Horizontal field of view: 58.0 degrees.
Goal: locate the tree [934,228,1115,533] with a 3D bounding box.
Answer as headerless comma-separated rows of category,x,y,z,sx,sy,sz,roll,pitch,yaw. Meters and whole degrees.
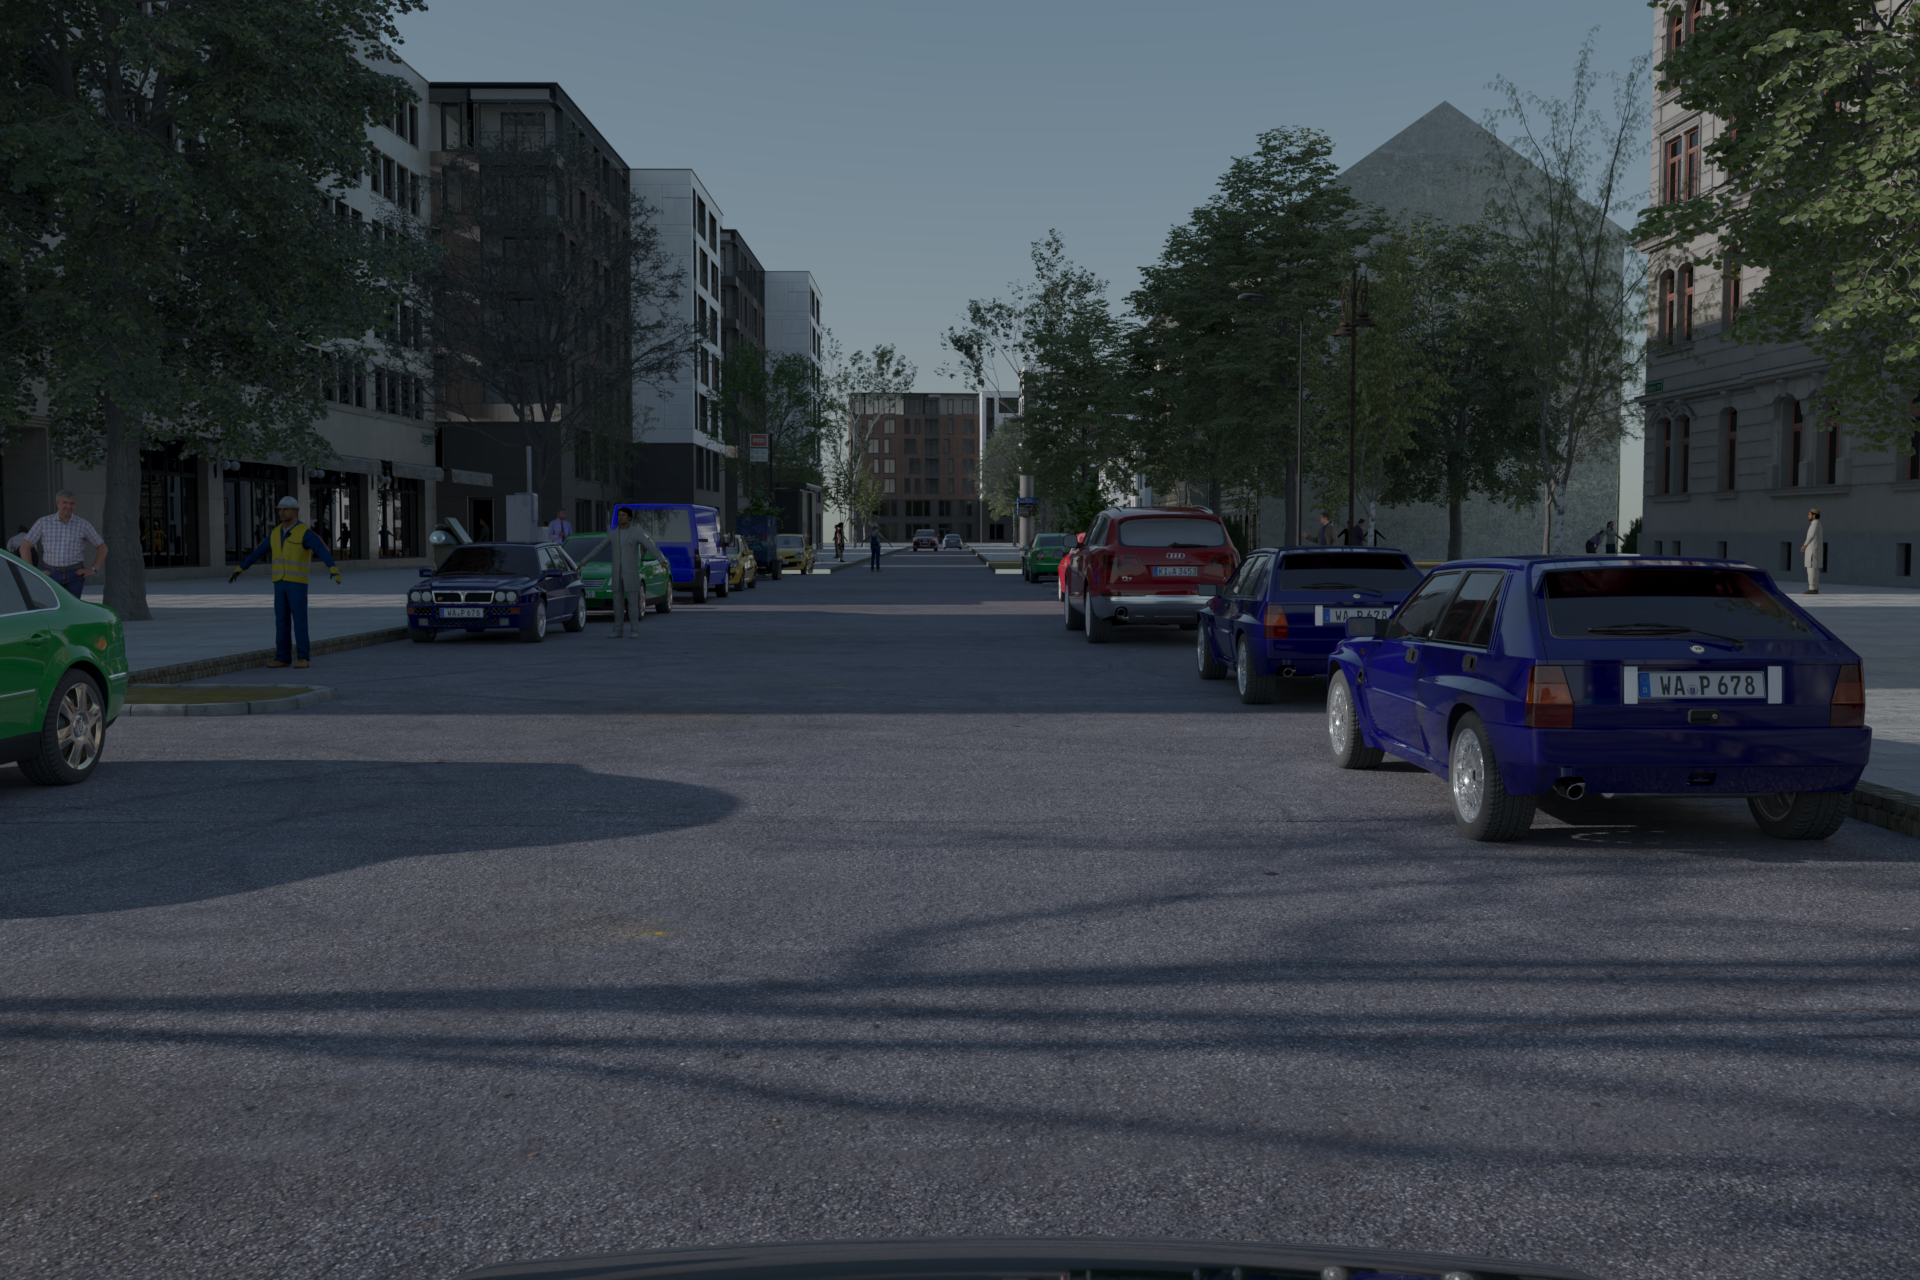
tree,4.722,-15.549,110.117,12.611,20.169,13.585,0,3,0

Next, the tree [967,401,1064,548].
tree,5.688,-15.102,157.295,12.009,13.543,11.850,0,3,0

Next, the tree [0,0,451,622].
tree,-12.401,-7.265,25.440,9.857,13.997,8.962,0,3,0

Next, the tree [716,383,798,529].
tree,-9.642,-8.173,83.984,4.360,8.622,3.978,0,3,0

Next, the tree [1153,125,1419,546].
tree,9.002,-8.012,49.121,7.486,12.596,7.792,0,3,0

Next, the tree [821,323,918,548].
tree,-11.004,-18.432,157.256,12.611,20.169,13.585,0,3,0

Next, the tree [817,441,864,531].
tree,-9.254,-11.363,136.142,4.737,8.622,4.395,0,3,0

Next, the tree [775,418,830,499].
tree,-9.987,-9.702,108.982,4.737,8.622,4.395,0,3,0

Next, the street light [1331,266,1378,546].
street light,6.833,-3.510,30.169,0.468,5.910,1.993,0,4,0

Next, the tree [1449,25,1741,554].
tree,8.880,-4.627,26.018,4.360,8.622,3.978,0,3,0

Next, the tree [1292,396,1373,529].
tree,16.952,-7.928,79.979,4.360,8.622,3.978,0,3,0

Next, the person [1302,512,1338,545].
person,7.789,-1.898,37.611,0.750,1.759,0.617,0,4,-3

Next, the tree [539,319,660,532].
tree,-11.851,-6.636,58.867,4.360,8.622,3.978,0,3,0

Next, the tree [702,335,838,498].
tree,-10.050,-10.140,91.550,9.928,11.665,9.643,0,3,0

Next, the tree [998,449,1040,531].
tree,5.506,-11.857,144.222,4.737,8.622,4.395,0,3,0

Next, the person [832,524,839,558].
person,-6.566,-5.232,91.817,0.705,1.796,1.348,-1,4,-12

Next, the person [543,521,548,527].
person,-17.200,-4.011,71.805,0.704,1.802,1.346,0,4,-5

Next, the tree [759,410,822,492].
tree,-9.908,-9.188,100.588,4.360,8.622,3.978,0,3,0

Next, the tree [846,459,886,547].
tree,-9.259,-13.342,168.506,4.737,8.622,4.395,0,3,0

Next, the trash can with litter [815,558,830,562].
trash can with litter,-6.908,-4.317,81.642,1.678,1.210,2.233,0,4,0

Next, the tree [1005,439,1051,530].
tree,5.578,-11.240,134.139,4.737,8.622,4.395,0,3,0

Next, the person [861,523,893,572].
person,-3.203,-3.518,65.827,1.347,1.847,0.705,2,4,23

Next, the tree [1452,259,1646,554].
tree,26.412,-10.210,77.311,12.009,13.543,11.850,0,3,0

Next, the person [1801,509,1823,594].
person,18.160,-1.885,36.906,0.704,1.819,1.344,2,4,35

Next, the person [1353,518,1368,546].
person,12.472,-2.905,53.995,0.568,1.767,0.683,-1,4,-22

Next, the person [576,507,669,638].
person,-4.624,-0.931,23.859,1.347,1.806,0.705,1,4,12

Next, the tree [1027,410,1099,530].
tree,6.372,-8.927,96.326,4.360,8.622,3.978,0,3,0

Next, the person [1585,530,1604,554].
person,22.722,-3.220,61.930,0.421,1.427,0.697,-3,5,-44

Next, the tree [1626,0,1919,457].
tree,9.242,-5.904,14.658,7.486,12.596,7.792,0,3,0

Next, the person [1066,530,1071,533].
person,6.538,-5.856,101.867,1.348,1.813,0.705,0,4,3

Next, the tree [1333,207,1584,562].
tree,19.113,-9.794,66.793,9.857,13.997,8.962,0,3,0

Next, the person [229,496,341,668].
person,-7.187,-0.619,18.547,1.349,1.833,0.705,1,4,15

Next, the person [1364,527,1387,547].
person,20.503,-4.876,85.916,1.347,1.806,0.705,2,4,35

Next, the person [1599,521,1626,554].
person,22.489,-3.235,59.727,1.217,1.735,0.721,-2,4,-25

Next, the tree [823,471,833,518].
tree,-22.360,-20.669,256.061,7.486,12.596,7.792,0,3,0

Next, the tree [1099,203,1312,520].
tree,8.533,-8.683,60.099,7.486,12.596,7.792,0,3,0

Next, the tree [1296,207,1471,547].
tree,9.597,-5.486,40.066,4.737,8.622,4.395,0,3,0

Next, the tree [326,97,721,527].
tree,-11.895,-8.454,48.591,12.009,13.543,11.850,0,3,0

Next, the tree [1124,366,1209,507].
tree,9.655,-7.543,73.692,4.360,8.622,3.978,0,3,0

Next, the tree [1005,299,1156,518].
tree,6.070,-10.107,83.375,7.486,12.596,7.792,0,3,0

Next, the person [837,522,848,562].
person,-5.357,-4.428,78.542,0.704,1.843,1.345,1,4,11

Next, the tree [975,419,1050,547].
tree,4.933,-15.332,168.798,7.486,12.596,7.792,0,3,0

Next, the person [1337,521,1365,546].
person,15.992,-3.992,71.201,1.347,1.837,0.705,1,4,18

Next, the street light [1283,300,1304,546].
street light,7.149,-3.735,33.610,1.470,5.913,1.316,0,4,-1
